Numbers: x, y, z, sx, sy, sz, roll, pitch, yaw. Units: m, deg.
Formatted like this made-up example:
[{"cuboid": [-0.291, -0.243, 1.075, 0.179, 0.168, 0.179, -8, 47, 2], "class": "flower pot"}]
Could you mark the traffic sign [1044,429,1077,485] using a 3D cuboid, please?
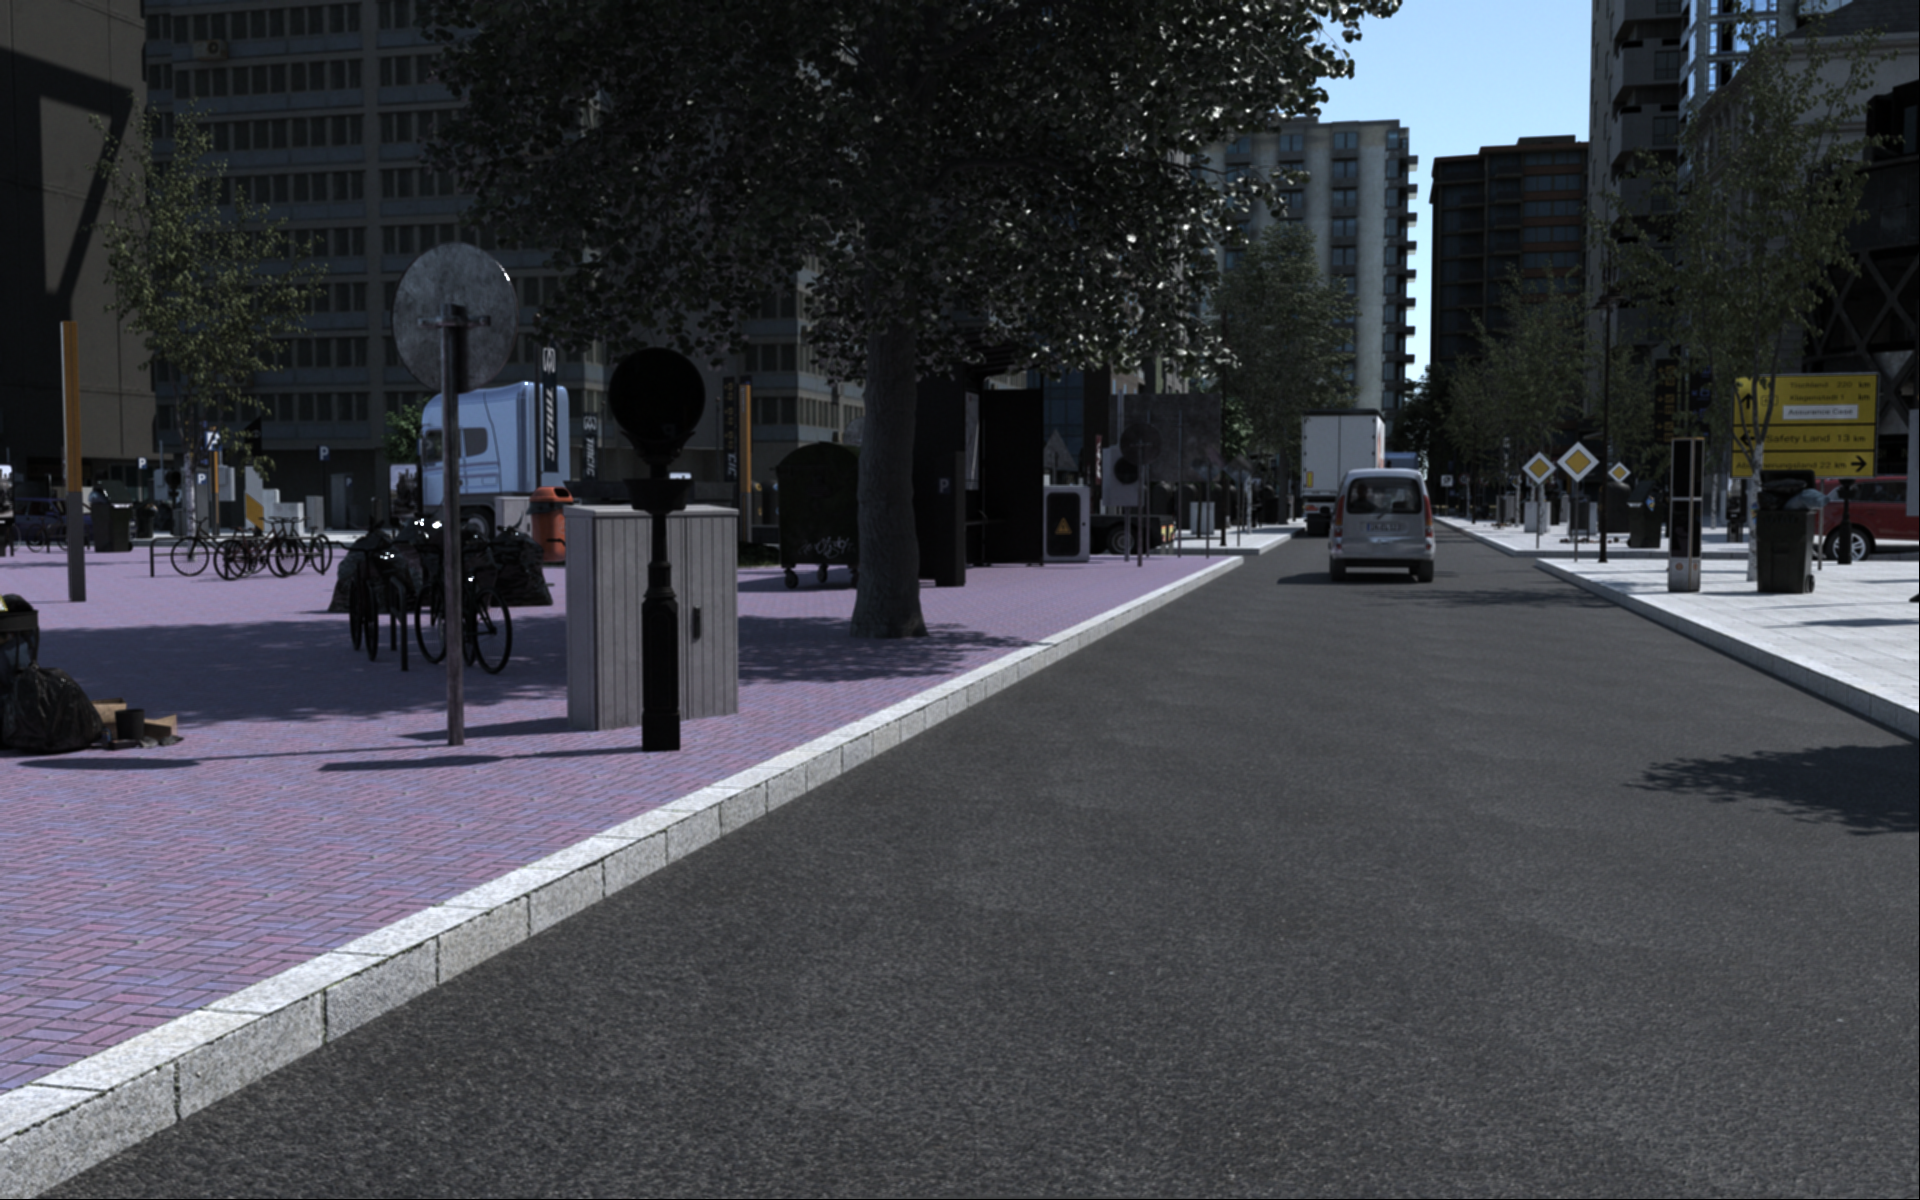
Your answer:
[{"cuboid": [1.895, -2.119, 34.649, 0.884, 2.594, 0.081, 1, 4, 20], "class": "traffic sign"}]

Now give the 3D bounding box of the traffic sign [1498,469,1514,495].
[{"cuboid": [25.930, -5.030, 82.339, 0.768, 2.556, 0.104, 1, 4, 20], "class": "traffic sign"}]

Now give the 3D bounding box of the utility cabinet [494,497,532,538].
[{"cuboid": [-9.678, -1.636, 37.905, 0.306, 1.237, 1.020, 2, 4, 35], "class": "utility cabinet"}]

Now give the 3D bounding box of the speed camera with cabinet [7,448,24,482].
[{"cuboid": [-39.764, -4.839, 73.455, 2.038, 3.252, 0.660, 2, 4, 33], "class": "speed camera with cabinet"}]

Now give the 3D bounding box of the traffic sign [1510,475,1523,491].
[{"cuboid": [33.553, -6.326, 104.613, 0.795, 2.450, 0.064, 1, 4, 20], "class": "traffic sign"}]

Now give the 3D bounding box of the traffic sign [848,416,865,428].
[{"cuboid": [-1.587, -1.729, 28.380, 0.768, 2.556, 0.104, 1, 4, 22], "class": "traffic sign"}]

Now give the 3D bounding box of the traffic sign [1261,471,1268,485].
[{"cuboid": [16.883, -5.931, 97.081, 0.768, 2.556, 0.104, 1, 4, 16], "class": "traffic sign"}]

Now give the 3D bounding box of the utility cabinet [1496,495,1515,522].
[{"cuboid": [24.754, -4.123, 78.580, 0.306, 1.237, 1.020, -1, 4, -17], "class": "utility cabinet"}]

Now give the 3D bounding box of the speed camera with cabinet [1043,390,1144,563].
[{"cuboid": [2.412, -2.337, 32.553, 2.038, 3.252, 0.660, -1, 4, -13], "class": "speed camera with cabinet"}]

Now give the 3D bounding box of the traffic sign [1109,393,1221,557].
[{"cuboid": [4.135, -2.521, 35.097, 2.265, 3.308, 0.079, 1, 4, 15], "class": "traffic sign"}]

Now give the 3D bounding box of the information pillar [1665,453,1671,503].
[{"cuboid": [36.004, -5.913, 88.039, 0.183, 3.616, 0.504, 0, 4, 3], "class": "information pillar"}]

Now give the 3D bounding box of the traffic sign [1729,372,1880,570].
[{"cuboid": [14.193, -2.161, 29.201, 2.265, 3.308, 0.079, 1, 4, 17], "class": "traffic sign"}]

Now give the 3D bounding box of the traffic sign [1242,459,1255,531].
[{"cuboid": [9.761, -3.638, 59.588, 0.768, 2.556, 0.104, 1, 4, 15], "class": "traffic sign"}]

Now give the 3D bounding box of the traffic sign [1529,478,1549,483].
[{"cuboid": [26.568, -4.863, 79.508, 0.884, 2.594, 0.081, 1, 4, 15], "class": "traffic sign"}]

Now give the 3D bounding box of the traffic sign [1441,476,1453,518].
[{"cuboid": [26.261, -5.586, 93.458, 0.606, 2.300, 0.079, 1, 4, 14], "class": "traffic sign"}]

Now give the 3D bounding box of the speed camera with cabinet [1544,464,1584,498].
[{"cuboid": [32.914, -6.103, 94.125, 2.038, 3.252, 0.660, -1, 4, -22], "class": "speed camera with cabinet"}]

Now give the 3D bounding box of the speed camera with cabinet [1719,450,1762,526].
[{"cuboid": [31.402, -4.577, 69.175, 2.038, 3.252, 0.660, -2, 4, -24], "class": "speed camera with cabinet"}]

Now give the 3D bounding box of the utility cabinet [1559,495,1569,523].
[{"cuboid": [26.968, -4.104, 78.267, 1.020, 1.237, 0.306, 1, 4, 12], "class": "utility cabinet"}]

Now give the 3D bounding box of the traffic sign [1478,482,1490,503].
[{"cuboid": [33.630, -6.809, 111.335, 0.884, 2.594, 0.081, 1, 4, 20], "class": "traffic sign"}]

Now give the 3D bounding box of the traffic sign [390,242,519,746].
[{"cuboid": [-2.579, -0.531, 8.782, 0.768, 2.556, 0.104, 1, 4, 20], "class": "traffic sign"}]

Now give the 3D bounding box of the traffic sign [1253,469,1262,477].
[{"cuboid": [14.895, -5.348, 87.550, 0.768, 2.556, 0.104, 1, 4, 23], "class": "traffic sign"}]

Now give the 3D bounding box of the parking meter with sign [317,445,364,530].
[{"cuboid": [-22.121, -4.019, 61.966, 1.738, 3.016, 0.543, 2, 4, 24], "class": "parking meter with sign"}]

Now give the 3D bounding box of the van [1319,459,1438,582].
[{"cuboid": [7.187, -1.386, 29.681, 2.013, 2.044, 4.112, 1, 4, 12], "class": "van"}]

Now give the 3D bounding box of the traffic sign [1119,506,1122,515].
[{"cuboid": [4.266, -2.808, 46.023, 0.768, 2.556, 0.104, 1, 4, 18], "class": "traffic sign"}]

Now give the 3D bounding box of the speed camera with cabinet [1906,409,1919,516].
[{"cuboid": [10.517, -1.392, 17.091, 0.660, 3.252, 2.038, -2, 4, -32], "class": "speed camera with cabinet"}]

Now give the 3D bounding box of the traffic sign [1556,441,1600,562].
[{"cuboid": [11.684, -1.784, 32.805, 0.795, 2.450, 0.064, 1, 4, 13], "class": "traffic sign"}]

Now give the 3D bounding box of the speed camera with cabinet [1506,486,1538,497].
[{"cuboid": [33.142, -6.571, 101.776, 2.038, 3.252, 0.660, 2, 4, 34], "class": "speed camera with cabinet"}]

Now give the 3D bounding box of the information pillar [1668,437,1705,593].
[{"cuboid": [9.477, -1.108, 22.613, 0.304, 2.012, 0.304, -3, 5, -42], "class": "information pillar"}]

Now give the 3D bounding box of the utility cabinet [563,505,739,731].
[{"cuboid": [-1.722, 0.084, 9.791, 0.306, 1.237, 1.020, 3, 5, 42], "class": "utility cabinet"}]

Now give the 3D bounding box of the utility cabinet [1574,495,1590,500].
[{"cuboid": [32.884, -4.916, 91.531, 1.020, 1.237, 0.306, -2, 4, -34], "class": "utility cabinet"}]

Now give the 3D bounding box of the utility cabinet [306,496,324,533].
[{"cuboid": [-21.385, -2.831, 57.442, 0.306, 1.237, 1.020, -3, 4, -36], "class": "utility cabinet"}]

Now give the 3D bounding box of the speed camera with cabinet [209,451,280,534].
[{"cuboid": [-23.275, -3.793, 56.351, 2.038, 3.252, 0.660, -1, 4, -11], "class": "speed camera with cabinet"}]

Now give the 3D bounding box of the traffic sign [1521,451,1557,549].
[{"cuboid": [13.548, -2.259, 40.570, 0.795, 2.450, 0.064, 1, 4, 13], "class": "traffic sign"}]

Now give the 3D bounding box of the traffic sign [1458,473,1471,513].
[{"cuboid": [30.295, -6.358, 104.064, 0.768, 2.556, 0.104, 1, 4, 21], "class": "traffic sign"}]

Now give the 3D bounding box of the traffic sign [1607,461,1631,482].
[{"cuboid": [23.331, -3.679, 61.343, 0.795, 2.450, 0.064, 1, 4, 22], "class": "traffic sign"}]

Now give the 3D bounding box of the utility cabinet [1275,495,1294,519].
[{"cuboid": [17.030, -4.887, 91.063, 1.020, 1.237, 0.306, 2, 4, 28], "class": "utility cabinet"}]

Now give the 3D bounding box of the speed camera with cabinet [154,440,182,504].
[{"cuboid": [-28.704, -4.248, 63.788, 2.038, 3.252, 0.660, 1, 4, 22], "class": "speed camera with cabinet"}]

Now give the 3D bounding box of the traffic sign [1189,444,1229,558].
[{"cuboid": [4.935, -1.884, 34.440, 0.795, 2.450, 0.064, 1, 4, 13], "class": "traffic sign"}]

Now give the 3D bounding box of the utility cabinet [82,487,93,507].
[{"cuboid": [-27.363, -2.805, 54.539, 0.318, 1.500, 1.173, 2, 4, 27], "class": "utility cabinet"}]

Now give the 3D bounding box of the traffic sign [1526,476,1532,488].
[{"cuboid": [31.553, -5.717, 95.595, 0.606, 2.300, 0.079, 1, 4, 20], "class": "traffic sign"}]

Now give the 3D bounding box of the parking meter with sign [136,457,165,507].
[{"cuboid": [-38.176, -5.259, 82.247, 1.738, 3.016, 0.543, 1, 4, 19], "class": "parking meter with sign"}]

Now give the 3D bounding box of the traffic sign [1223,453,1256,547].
[{"cuboid": [6.800, -2.359, 42.205, 0.795, 2.450, 0.064, 1, 4, 13], "class": "traffic sign"}]

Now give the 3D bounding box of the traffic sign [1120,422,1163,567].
[{"cuboid": [3.184, -1.865, 30.591, 0.768, 2.556, 0.104, 1, 4, 16], "class": "traffic sign"}]

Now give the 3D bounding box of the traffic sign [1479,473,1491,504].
[{"cuboid": [32.384, -6.531, 106.883, 0.768, 2.556, 0.104, 1, 4, 21], "class": "traffic sign"}]

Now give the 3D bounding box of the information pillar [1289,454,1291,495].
[{"cuboid": [18.601, -6.502, 97.666, 0.183, 3.616, 0.504, 1, 4, 14], "class": "information pillar"}]
